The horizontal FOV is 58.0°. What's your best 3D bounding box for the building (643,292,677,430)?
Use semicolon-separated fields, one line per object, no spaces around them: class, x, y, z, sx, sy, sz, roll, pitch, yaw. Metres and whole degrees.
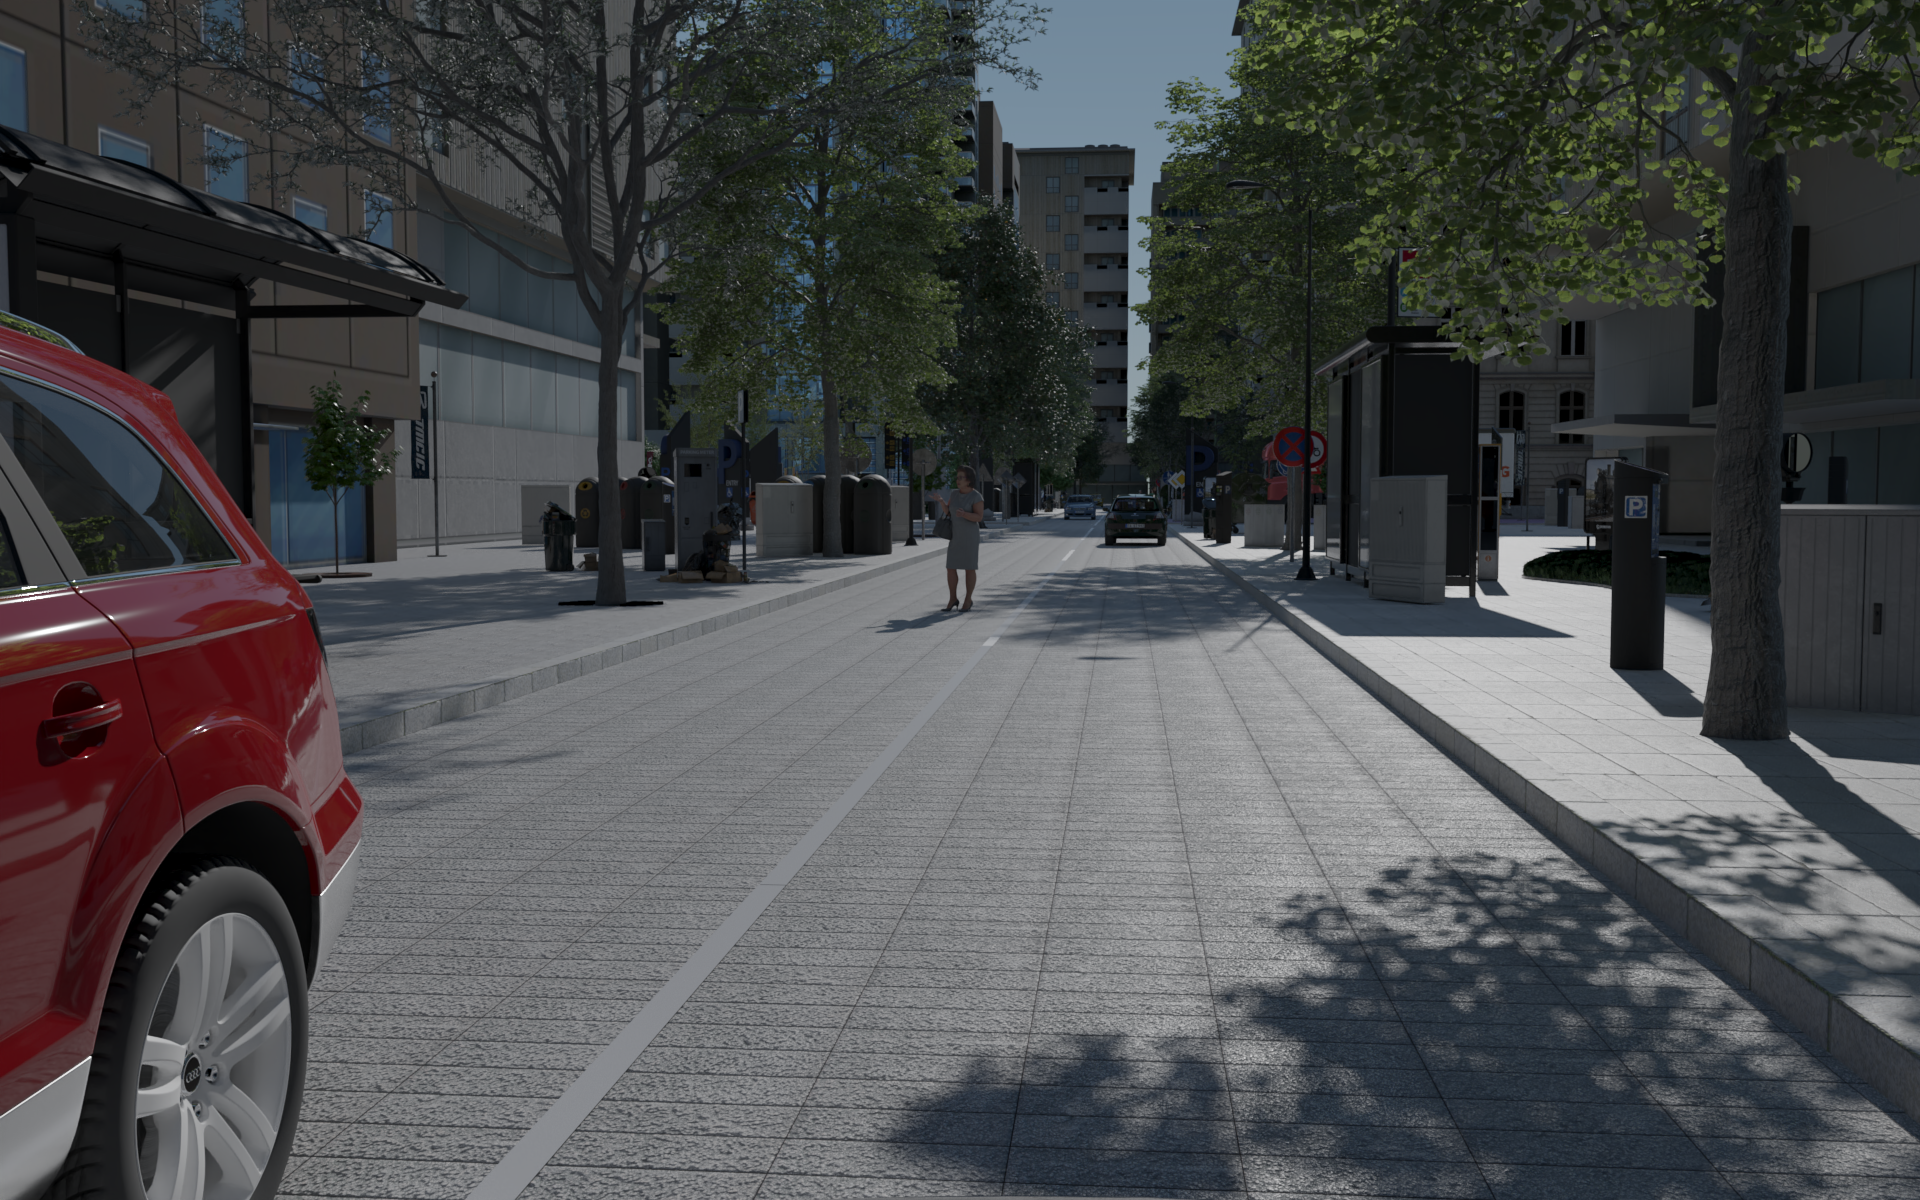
building;-47.041;-36.265;216.628;21.600;48.544;21.300;0;4;5

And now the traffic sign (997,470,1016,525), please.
traffic sign;1.941;-4.190;72.142;0.795;2.450;0.064;0;4;5

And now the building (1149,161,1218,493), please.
building;38.523;-38.553;254.046;21.600;48.544;21.300;0;4;5

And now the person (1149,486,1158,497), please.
person;8.956;-4.363;80.082;0.600;1.795;0.529;-2;4;-35

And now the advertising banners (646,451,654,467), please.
advertising banners;-12.924;-4.513;69.982;0.090;3.025;2.074;1;4;23

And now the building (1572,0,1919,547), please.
building;29.371;-27.488;38.665;28.713;52.752;27.495;0;4;5

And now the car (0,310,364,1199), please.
car;-2.412;0.429;1.662;2.281;1.827;5.304;0;4;3

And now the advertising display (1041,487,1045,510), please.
advertising display;6.678;-8.200;139.286;0.123;1.923;0.974;-1;4;-11

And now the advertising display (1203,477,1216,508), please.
advertising display;9.487;-3.607;64.184;0.974;1.923;0.123;-1;4;-15

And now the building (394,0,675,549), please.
building;-24.399;-28.181;50.004;27.495;52.752;28.713;0;4;5

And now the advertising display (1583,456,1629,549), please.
advertising display;11.227;-1.524;30.133;0.123;1.923;0.974;-1;4;-20

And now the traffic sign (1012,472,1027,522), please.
traffic sign;2.690;-4.676;80.092;0.795;2.450;0.064;0;4;5

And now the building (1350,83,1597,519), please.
building;37.192;-16.666;91.573;34.723;24.649;14.460;0;4;5

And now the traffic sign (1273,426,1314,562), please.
traffic sign;6.257;-1.985;32.566;0.768;2.556;0.104;1;4;9

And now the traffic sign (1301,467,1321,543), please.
traffic sign;9.037;-2.784;45.518;0.884;2.594;0.081;1;4;13

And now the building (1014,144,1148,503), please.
building;14.475;-41.047;260.360;27.495;52.752;28.713;0;4;5

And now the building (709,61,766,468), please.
building;-21.533;-38.031;211.051;27.495;52.752;28.713;0;4;5

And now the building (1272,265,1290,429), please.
building;31.742;-19.335;135.214;14.460;24.649;34.723;0;4;5

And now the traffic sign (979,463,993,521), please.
traffic sign;0.955;-4.433;72.484;0.884;2.594;0.081;1;4;13

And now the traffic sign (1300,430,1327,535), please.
traffic sign;6.967;-2.108;34.576;0.768;2.556;0.104;1;4;8

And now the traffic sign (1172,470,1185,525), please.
traffic sign;9.151;-4.147;71.444;0.795;2.450;0.064;0;4;5

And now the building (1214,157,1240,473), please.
building;38.266;-32.328;212.160;14.154;41.232;14.086;0;4;5

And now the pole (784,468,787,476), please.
pole;-13.594;-8.641;135.125;0.158;3.312;0.155;0;3;0

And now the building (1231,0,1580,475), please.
building;41.711;-35.500;169.656;28.713;52.752;27.495;0;4;5

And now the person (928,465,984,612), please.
person;-0.078;-0.747;21.076;0.716;1.782;0.532;3;4;38

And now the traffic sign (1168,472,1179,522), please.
traffic sign;9.900;-4.633;79.394;0.795;2.450;0.064;0;4;5

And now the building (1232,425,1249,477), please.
building;40.243;-46.203;193.668;20.563;71.187;20.611;0;4;5

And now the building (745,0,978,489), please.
building;-8.348;-52.491;170.896;22.319;86.520;31.000;0;4;5

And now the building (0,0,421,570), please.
building;-17.928;-22.975;25.746;14.600;45.320;14.200;0;4;5

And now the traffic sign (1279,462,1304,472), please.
traffic sign;8.584;-2.718;44.542;0.768;2.556;0.104;1;4;14

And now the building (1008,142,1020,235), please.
building;-0.070;-34.662;216.840;14.200;45.320;14.600;0;4;5

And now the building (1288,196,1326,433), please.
building;26.253;-15.890;108.951;9.793;20.994;18.267;0;4;5

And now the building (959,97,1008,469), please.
building;-2.647;-33.282;194.276;14.600;45.320;14.200;0;4;5

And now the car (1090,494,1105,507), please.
car;14.558;-10.768;186.281;2.015;1.641;3.980;0;4;6

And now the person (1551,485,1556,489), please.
person;24.636;-3.866;71.959;0.529;1.795;0.600;0;4;-1

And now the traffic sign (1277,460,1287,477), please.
traffic sign;9.775;-3.137;51.398;0.768;2.556;0.104;0;4;6

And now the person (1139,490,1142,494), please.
person;15.127;-8.372;145.862;0.515;1.767;0.782;1;4;17

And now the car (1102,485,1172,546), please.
car;5.046;-2.426;49.457;2.009;1.686;4.222;0;4;7

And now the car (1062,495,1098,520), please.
car;6.750;-5.210;97.182;2.014;1.417;4.499;0;4;5

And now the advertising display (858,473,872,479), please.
advertising display;-3.139;-2.978;53.897;0.974;1.923;0.123;-3;5;-42

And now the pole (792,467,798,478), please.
pole;-12.646;-8.437;131.792;0.158;3.312;0.155;0;3;0

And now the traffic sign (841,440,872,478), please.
traffic sign;-2.443;-2.485;40.734;0.768;2.556;0.104;1;4;14

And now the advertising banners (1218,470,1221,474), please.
advertising banners;18.795;-8.004;127.058;0.090;3.025;2.074;0;4;-8
